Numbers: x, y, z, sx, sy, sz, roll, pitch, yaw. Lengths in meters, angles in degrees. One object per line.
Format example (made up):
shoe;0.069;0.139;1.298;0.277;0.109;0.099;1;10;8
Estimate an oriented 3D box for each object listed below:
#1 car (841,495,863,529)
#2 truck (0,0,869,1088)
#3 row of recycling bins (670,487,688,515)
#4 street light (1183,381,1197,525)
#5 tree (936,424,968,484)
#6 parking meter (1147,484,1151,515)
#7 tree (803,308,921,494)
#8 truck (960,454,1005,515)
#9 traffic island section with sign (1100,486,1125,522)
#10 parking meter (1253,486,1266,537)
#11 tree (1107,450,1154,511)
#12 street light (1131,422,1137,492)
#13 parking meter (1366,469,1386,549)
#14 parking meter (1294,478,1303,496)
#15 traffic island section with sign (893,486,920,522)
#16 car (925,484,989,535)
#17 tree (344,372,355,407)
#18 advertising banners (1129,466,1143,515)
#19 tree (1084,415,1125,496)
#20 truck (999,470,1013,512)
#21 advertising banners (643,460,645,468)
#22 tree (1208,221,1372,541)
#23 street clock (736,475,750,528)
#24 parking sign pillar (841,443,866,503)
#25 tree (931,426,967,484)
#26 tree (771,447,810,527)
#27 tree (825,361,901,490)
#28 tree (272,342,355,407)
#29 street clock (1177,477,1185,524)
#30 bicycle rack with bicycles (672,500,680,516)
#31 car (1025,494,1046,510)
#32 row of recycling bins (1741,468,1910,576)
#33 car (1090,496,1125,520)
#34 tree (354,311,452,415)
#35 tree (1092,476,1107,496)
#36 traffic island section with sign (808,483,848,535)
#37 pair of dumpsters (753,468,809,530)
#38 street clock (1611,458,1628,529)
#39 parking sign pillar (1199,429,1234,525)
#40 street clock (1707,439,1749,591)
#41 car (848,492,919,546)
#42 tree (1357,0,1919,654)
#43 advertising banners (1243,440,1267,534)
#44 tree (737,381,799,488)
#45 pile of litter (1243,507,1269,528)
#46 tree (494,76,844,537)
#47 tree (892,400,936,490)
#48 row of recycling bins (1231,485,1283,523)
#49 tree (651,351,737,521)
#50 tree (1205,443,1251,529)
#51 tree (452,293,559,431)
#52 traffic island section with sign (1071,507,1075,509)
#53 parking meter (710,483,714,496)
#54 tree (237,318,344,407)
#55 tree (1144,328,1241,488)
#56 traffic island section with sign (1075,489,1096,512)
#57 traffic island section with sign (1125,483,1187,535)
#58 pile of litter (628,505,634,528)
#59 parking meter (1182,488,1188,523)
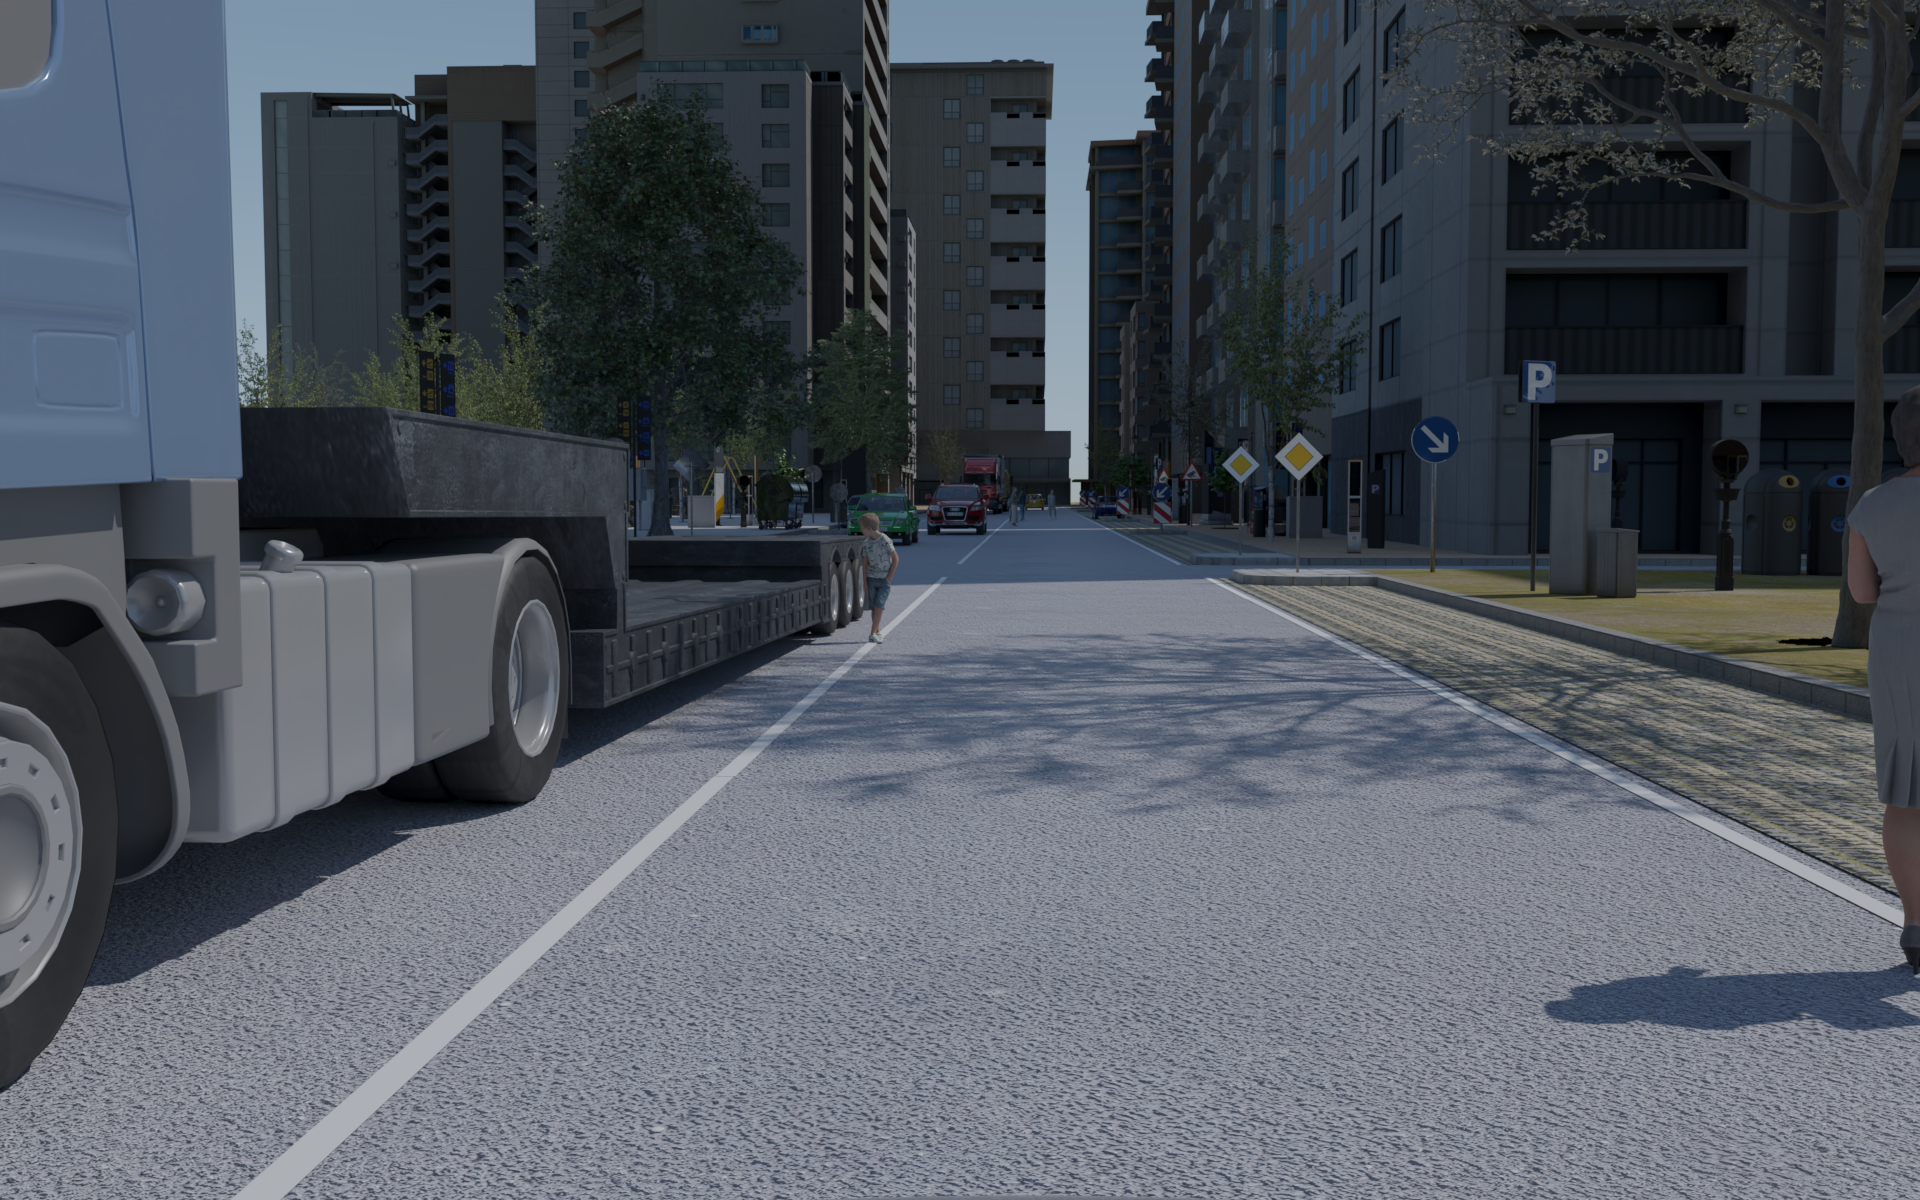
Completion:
car;-3.985;-3.756;73.410;2.014;1.417;4.499;0;4;3
truck;-2.930;-1.304;11.085;2.967;4.110;18.799;0;4;4
row of recycling bins;-17.229;-6.065;106.280;1.069;1.692;3.534;0;4;-3
street light;9.353;-5.988;70.685;0.468;5.910;1.993;0;4;3
tree;-1.691;-13.971;178.787;4.360;8.622;3.978;0;3;0
parking meter;11.506;-6.093;105.339;0.255;1.863;0.399;0;4;6
tree;-6.058;-11.511;106.334;7.486;12.596;7.792;0;3;0
truck;1.746;-8.316;124.879;2.839;4.237;11.283;0;4;4
traffic island section with sign;8.218;-4.914;88.971;1.989;1.847;2.006;0;4;3
parking meter;8.909;-2.635;51.497;0.372;1.533;0.369;0;3;0
tree;12.648;-8.841;128.264;4.285;4.588;4.351;0;3;0
street light;11.138;-8.430;110.615;0.468;5.910;1.993;0;4;3
parking meter;9.788;-2.144;40.769;0.399;1.863;0.255;2;4;28
parking meter;12.049;-3.424;61.687;0.255;1.863;0.399;2;4;29
traffic island section with sign;-3.065;-4.923;89.114;1.989;1.847;2.006;0;4;3
car;-0.075;-3.286;62.401;2.281;1.827;5.304;0;4;2
tree;-30.232;-8.602;90.998;4.737;8.622;4.395;0;3;0
advertising banners;10.871;-6.802;107.405;0.090;3.025;2.074;2;4;30
tree;13.599;-12.913;161.492;4.737;8.622;4.395;0;3;0
truck;2.676;-8.884;141.169;3.469;3.379;9.791;0;4;3
advertising banners;-14.334;-5.142;80.262;0.090;3.025;2.074;1;4;19
tree;8.603;-5.895;46.746;4.737;8.622;4.395;0;3;0
street clock;-8.267;-3.764;66.112;0.471;2.002;0.358;-2;4;-33
parking sign pillar;-5.632;-6.299;91.456;1.447;3.967;1.447;-1;4;-14
tree;-1.314;-14.628;189.533;4.737;8.622;4.395;0;3;0
tree;-6.947;-4.461;67.546;1.663;3.219;1.824;0;3;0
tree;-5.394;-8.937;96.480;4.737;8.622;4.395;0;3;0
tree;-30.846;-8.121;83.135;4.360;8.622;3.978;0;3;0
street clock;9.549;-4.298;74.834;0.358;2.002;0.471;0;4;3
bicycle rack with bicycles;-15.894;-5.377;101.292;2.925;0.926;2.852;-2;4;-34
car;6.613;-8.783;153.820;2.015;1.641;3.980;0;4;2
row of recycling bins;14.207;-1.228;27.186;3.534;1.692;1.069;1;4;18
car;8.385;-5.236;98.194;1.945;1.354;3.894;0;4;2
tree;-21.467;-7.255;68.988;4.737;8.622;4.395;0;3;0
tree;13.970;-10.710;169.710;1.663;3.219;1.824;0;3;0
traffic island section with sign;-4.283;-3.234;61.510;1.989;1.847;2.006;0;4;3
pair of dumpsters;-6.591;-3.740;63.641;1.574;2.255;4.437;0;4;2
street clock;13.381;-1.875;35.234;0.358;2.002;0.471;0;4;0
parking sign pillar;10.684;-5.113;72.067;1.447;3.967;1.447;-2;4;-35
street clock;10.165;-1.126;22.979;0.471;2.002;0.358;0;4;8
car;-2.169;-2.494;49.575;1.959;1.807;4.718;0;4;2
tree;7.660;-6.346;14.122;12.009;13.543;11.850;0;3;0
advertising banners;9.485;-3.650;55.870;0.090;3.025;2.074;-1;4;-11
tree;-10.871;-9.037;98.121;4.737;8.622;4.395;0;3;0
pile of litter;11.441;-3.222;66.646;1.176;0.858;1.719;2;4;32
tree;-8.340;-8.020;48.137;9.611;12.733;9.660;0;3;0
tree;-4.405;-11.178;133.128;4.360;8.622;3.978;0;3;0
row of recycling bins;12.547;-4.259;76.755;3.534;1.692;1.069;0;4;-2
tree;-13.491;-8.144;83.519;4.737;8.622;4.395;0;3;0
tree;9.610;-4.210;63.433;1.663;3.219;1.824;0;3;0
tree;-15.551;-6.830;62.041;4.737;8.622;4.395;0;3;0
traffic island section with sign;11.582;-9.585;165.348;1.989;1.847;2.006;0;4;3
parking meter;-12.646;-5.083;88.811;0.255;1.863;0.399;1;4;18
tree;-29.437;-7.530;73.484;4.737;8.622;4.395;0;3;0
tree;10.461;-7.796;77.830;4.360;8.622;3.978;0;3;0
traffic island section with sign;10.396;-7.931;138.293;1.989;1.847;2.006;0;4;3
traffic island section with sign;6.999;-3.228;61.403;1.989;1.847;2.006;0;4;3
pile of litter;-12.885;-3.211;66.469;1.176;0.858;1.719;2;4;32
parking meter;9.823;-4.113;75.658;0.372;1.533;0.369;0;3;0
